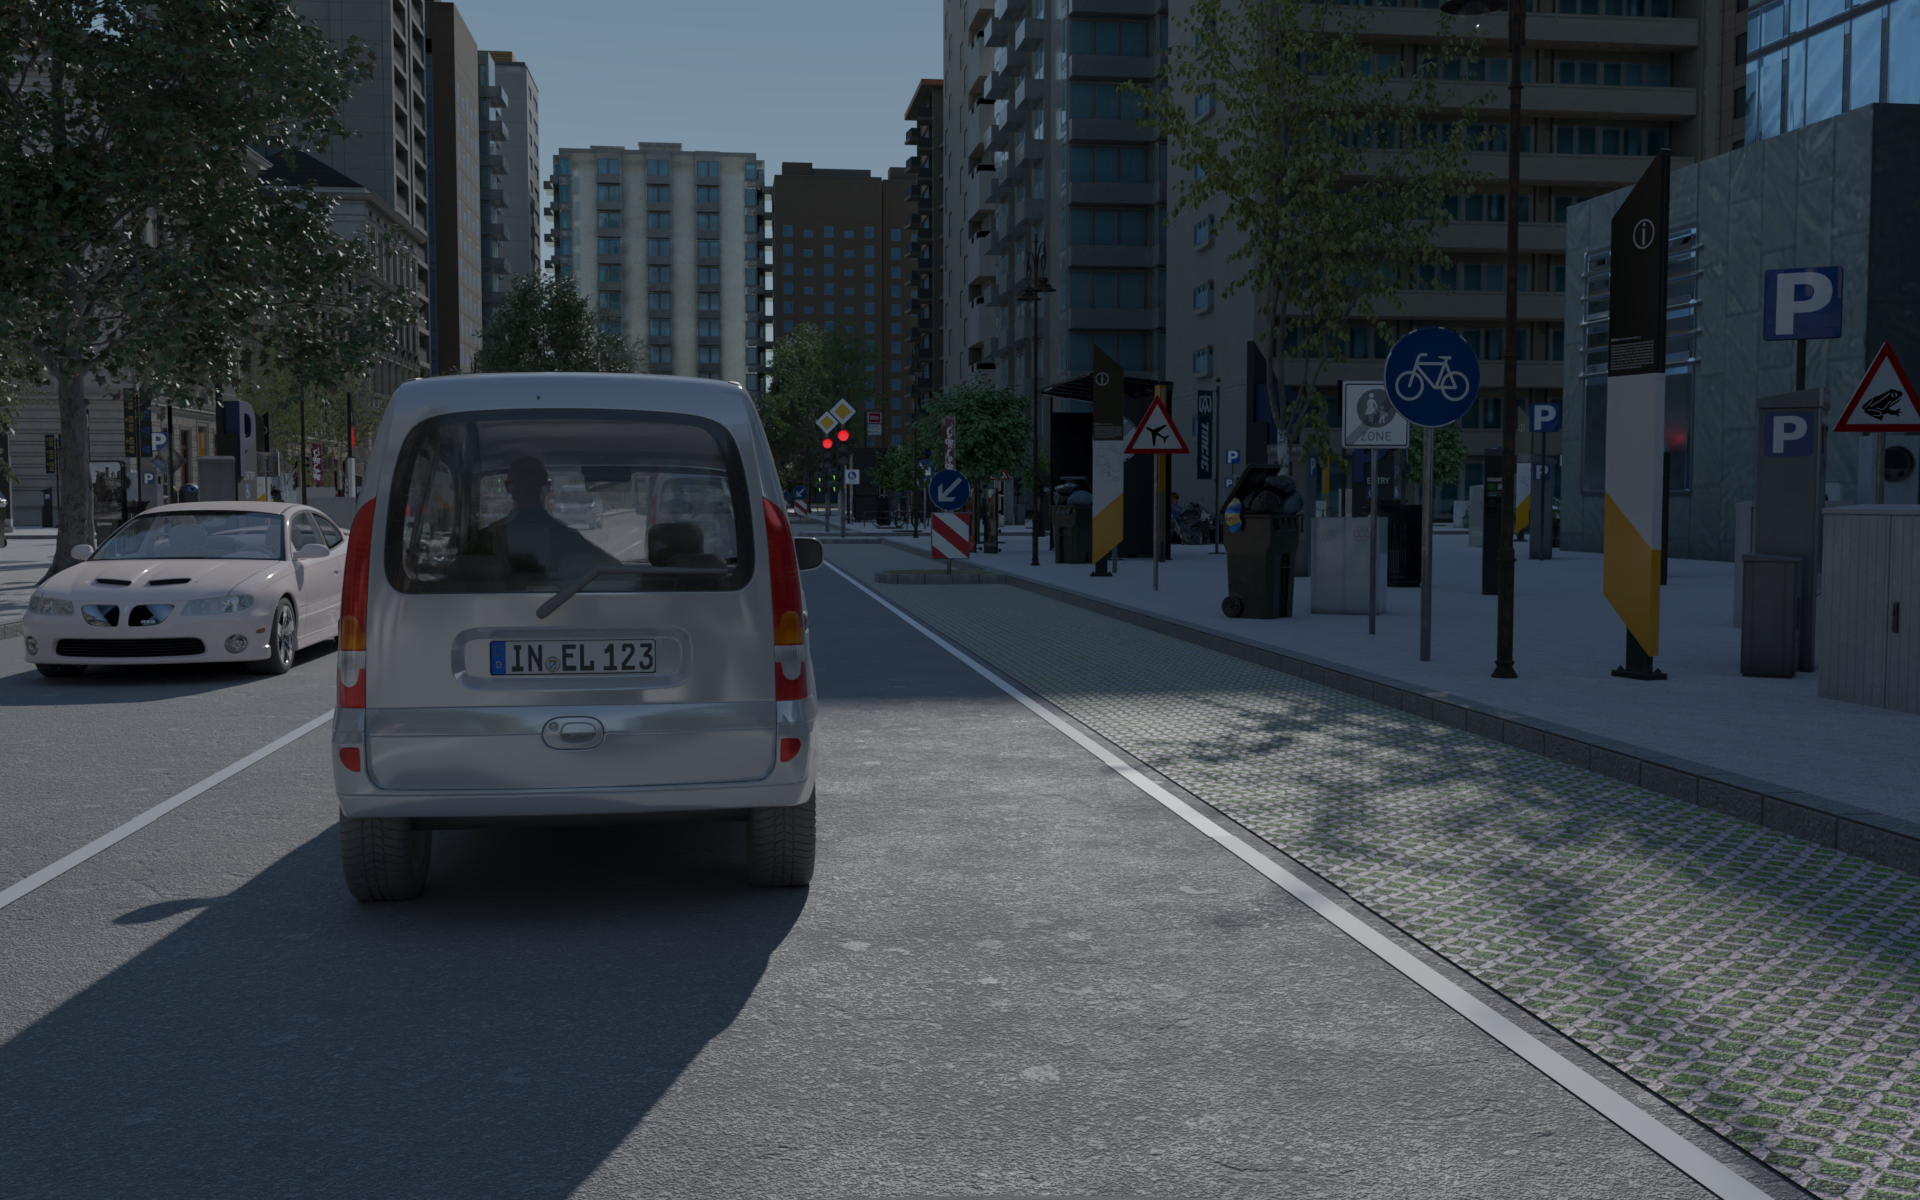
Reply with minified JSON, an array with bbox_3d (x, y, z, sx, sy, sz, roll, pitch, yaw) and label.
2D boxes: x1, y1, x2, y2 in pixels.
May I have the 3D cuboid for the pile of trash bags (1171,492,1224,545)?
[{"bbox_3d":[6.639,-2.150,44.909,3.447,1.369,1.912,-2,4,-32],"label":"pile of trash bags"}]

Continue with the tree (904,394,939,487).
[{"bbox_3d":[-2.340,-10.881,128.269,4.737,8.622,4.395,0,3,0],"label":"tree"}]

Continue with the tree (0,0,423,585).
[{"bbox_3d":[-12.704,-6.581,24.605,9.611,12.733,9.660,0,3,0],"label":"tree"}]

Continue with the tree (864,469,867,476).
[{"bbox_3d":[-2.489,-4.252,64.127,1.663,3.219,1.824,0,3,0],"label":"tree"}]

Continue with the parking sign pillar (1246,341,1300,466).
[{"bbox_3d":[5.606,-2.602,31.008,1.447,3.967,1.447,3,4,37],"label":"parking sign pillar"}]

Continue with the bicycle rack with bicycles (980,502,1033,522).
[{"bbox_3d":[2.078,-3.980,78.455,2.852,0.926,2.925,3,5,39],"label":"bicycle rack with bicycles"}]

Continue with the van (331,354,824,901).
[{"bbox_3d":[-1.557,-0.034,7.561,2.013,2.044,4.112,-1,4,-9],"label":"van"}]

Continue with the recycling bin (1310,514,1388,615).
[{"bbox_3d":[4.208,-0.377,18.717,0.722,1.027,0.722,1,4,21],"label":"recycling bin"}]

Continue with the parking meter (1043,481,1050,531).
[{"bbox_3d":[3.014,-3.316,59.921,0.399,1.863,0.255,0,4,5],"label":"parking meter"}]

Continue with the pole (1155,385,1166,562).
[{"bbox_3d":[3.756,-2.366,32.532,0.158,3.312,0.155,0,3,0],"label":"pole"}]

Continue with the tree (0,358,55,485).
[{"bbox_3d":[-25.484,-5.793,45.073,4.360,8.622,3.978,0,3,0],"label":"tree"}]

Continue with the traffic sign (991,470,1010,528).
[{"bbox_3d":[1.454,-4.022,65.765,0.884,2.594,0.081,0,4,-2],"label":"traffic sign"}]

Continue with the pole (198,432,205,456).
[{"bbox_3d":[-25.117,-3.889,57.434,0.158,3.312,0.155,0,3,0],"label":"pole"}]

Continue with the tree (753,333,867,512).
[{"bbox_3d":[-10.746,-12.526,121.813,9.611,12.733,9.660,0,3,0],"label":"tree"}]

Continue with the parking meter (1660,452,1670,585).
[{"bbox_3d":[9.856,-1.152,24.541,0.255,1.863,0.399,0,4,3],"label":"parking meter"}]

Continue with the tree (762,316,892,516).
[{"bbox_3d":[-7.906,-10.809,102.478,9.928,11.665,9.643,0,3,0],"label":"tree"}]

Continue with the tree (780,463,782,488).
[{"bbox_3d":[-20.470,-15.992,195.876,7.601,10.594,8.767,-1,4,-16],"label":"tree"}]

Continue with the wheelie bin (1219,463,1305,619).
[{"bbox_3d":[3.163,-0.618,18.017,0.693,1.594,0.980,3,5,40],"label":"wheelie bin"}]

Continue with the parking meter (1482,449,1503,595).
[{"bbox_3d":[6.803,-1.000,22.069,0.255,1.863,0.399,1,4,15],"label":"parking meter"}]

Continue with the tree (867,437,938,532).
[{"bbox_3d":[-1.841,-3.906,58.468,1.663,3.219,1.824,0,3,0],"label":"tree"}]

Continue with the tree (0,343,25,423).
[{"bbox_3d":[-21.403,-5.299,37.005,4.737,8.622,4.395,0,3,0],"label":"tree"}]

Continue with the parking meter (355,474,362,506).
[{"bbox_3d":[-17.177,-2.698,49.825,0.399,1.863,0.255,2,4,24],"label":"parking meter"}]

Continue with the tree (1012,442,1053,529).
[{"bbox_3d":[3.005,-4.248,64.050,1.663,3.219,1.824,0,3,0],"label":"tree"}]

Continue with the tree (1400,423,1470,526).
[{"bbox_3d":[18.862,-5.259,69.699,4.285,4.588,4.351,0,3,0],"label":"tree"}]

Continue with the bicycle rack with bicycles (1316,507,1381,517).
[{"bbox_3d":[10.807,-2.095,47.641,2.852,0.926,2.925,2,4,30],"label":"bicycle rack with bicycles"}]

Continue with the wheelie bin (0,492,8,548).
[{"bbox_3d":[-23.022,-2.021,40.955,0.693,1.594,0.980,0,4,-2],"label":"wheelie bin"}]

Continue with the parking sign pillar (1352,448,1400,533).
[{"bbox_3d":[12.123,-3.793,50.482,1.447,3.967,1.447,3,4,37],"label":"parking sign pillar"}]

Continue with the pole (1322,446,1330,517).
[{"bbox_3d":[15.274,-4.812,72.511,0.158,3.312,0.155,0,3,0],"label":"pole"}]

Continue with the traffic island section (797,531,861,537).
[{"bbox_3d":[-4.472,-2.229,58.729,2.009,0.180,2.903,0,4,-8],"label":"traffic island section"}]

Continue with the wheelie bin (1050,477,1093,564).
[{"bbox_3d":[2.110,-1.471,31.963,0.980,1.594,0.693,3,5,45],"label":"wheelie bin"}]

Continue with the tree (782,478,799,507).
[{"bbox_3d":[-17.352,-11.187,177.502,1.663,3.219,1.824,0,3,0],"label":"tree"}]

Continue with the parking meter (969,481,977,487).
[{"bbox_3d":[0.348,-2.665,49.276,0.399,1.863,0.255,-2,4,-30],"label":"parking meter"}]

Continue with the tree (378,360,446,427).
[{"bbox_3d":[-29.964,-8.850,95.059,4.737,8.622,4.395,0,3,0],"label":"tree"}]

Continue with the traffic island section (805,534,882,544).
[{"bbox_3d":[-3.405,-1.745,50.815,2.009,0.180,2.903,0,4,-8],"label":"traffic island section"}]

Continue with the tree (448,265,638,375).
[{"bbox_3d":[-20.912,-10.391,86.904,9.611,12.733,9.660,0,3,0],"label":"tree"}]

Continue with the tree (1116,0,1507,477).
[{"bbox_3d":[4.019,-4.265,20.092,4.737,8.622,4.395,0,3,0],"label":"tree"}]

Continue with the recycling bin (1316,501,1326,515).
[{"bbox_3d":[13.457,-3.250,65.698,0.722,1.027,0.722,0,4,1],"label":"recycling bin"}]

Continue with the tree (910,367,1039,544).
[{"bbox_3d":[0.393,-3.750,45.026,4.285,4.588,4.351,0,3,0],"label":"tree"}]

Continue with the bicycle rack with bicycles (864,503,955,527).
[{"bbox_3d":[-2.273,-3.308,67.467,2.852,0.926,2.925,3,5,44],"label":"bicycle rack with bicycles"}]

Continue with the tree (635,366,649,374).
[{"bbox_3d":[-32.390,-16.268,172.634,9.857,13.997,8.962,0,3,0],"label":"tree"}]

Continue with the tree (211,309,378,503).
[{"bbox_3d":[-24.395,-6.840,62.196,4.737,8.622,4.395,0,3,0],"label":"tree"}]

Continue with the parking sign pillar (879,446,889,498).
[{"bbox_3d":[-4.684,-6.693,97.904,1.447,3.967,1.447,-1,4,-18],"label":"parking sign pillar"}]

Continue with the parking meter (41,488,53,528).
[{"bbox_3d":[-35.020,-3.549,66.435,0.372,1.533,0.369,0,3,0],"label":"parking meter"}]

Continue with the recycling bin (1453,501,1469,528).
[{"bbox_3d":[19.232,-3.269,66.002,0.722,1.027,0.722,2,4,26],"label":"recycling bin"}]

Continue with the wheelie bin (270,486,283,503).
[{"bbox_3d":[-26.391,-3.589,66.581,0.693,1.594,0.980,-2,4,-31],"label":"wheelie bin"}]

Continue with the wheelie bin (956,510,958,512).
[{"bbox_3d":[-0.011,-5.035,90.233,0.693,1.594,0.980,-1,4,-23],"label":"wheelie bin"}]

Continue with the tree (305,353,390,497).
[{"bbox_3d":[-29.414,-8.108,82.930,4.360,8.622,3.978,0,3,0],"label":"tree"}]

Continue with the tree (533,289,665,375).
[{"bbox_3d":[-22.261,-11.800,103.296,12.009,13.543,11.850,0,3,0],"label":"tree"}]

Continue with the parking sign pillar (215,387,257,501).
[{"bbox_3d":[-15.245,-2.939,36.525,1.447,3.967,1.447,0,4,-5],"label":"parking sign pillar"}]

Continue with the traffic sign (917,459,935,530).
[{"bbox_3d":[-1.270,-3.822,62.594,0.768,2.556,0.104,0,4,-1],"label":"traffic sign"}]

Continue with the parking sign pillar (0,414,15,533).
[{"bbox_3d":[-32.119,-4.206,57.237,1.447,3.967,1.447,-1,4,-20],"label":"parking sign pillar"}]

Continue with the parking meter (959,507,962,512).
[{"bbox_3d":[0.105,-3.913,72.388,0.372,1.533,0.369,0,3,0],"label":"parking meter"}]

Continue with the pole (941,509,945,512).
[{"bbox_3d":[-0.710,-4.839,72.957,0.158,3.312,0.155,0,3,0],"label":"pole"}]
